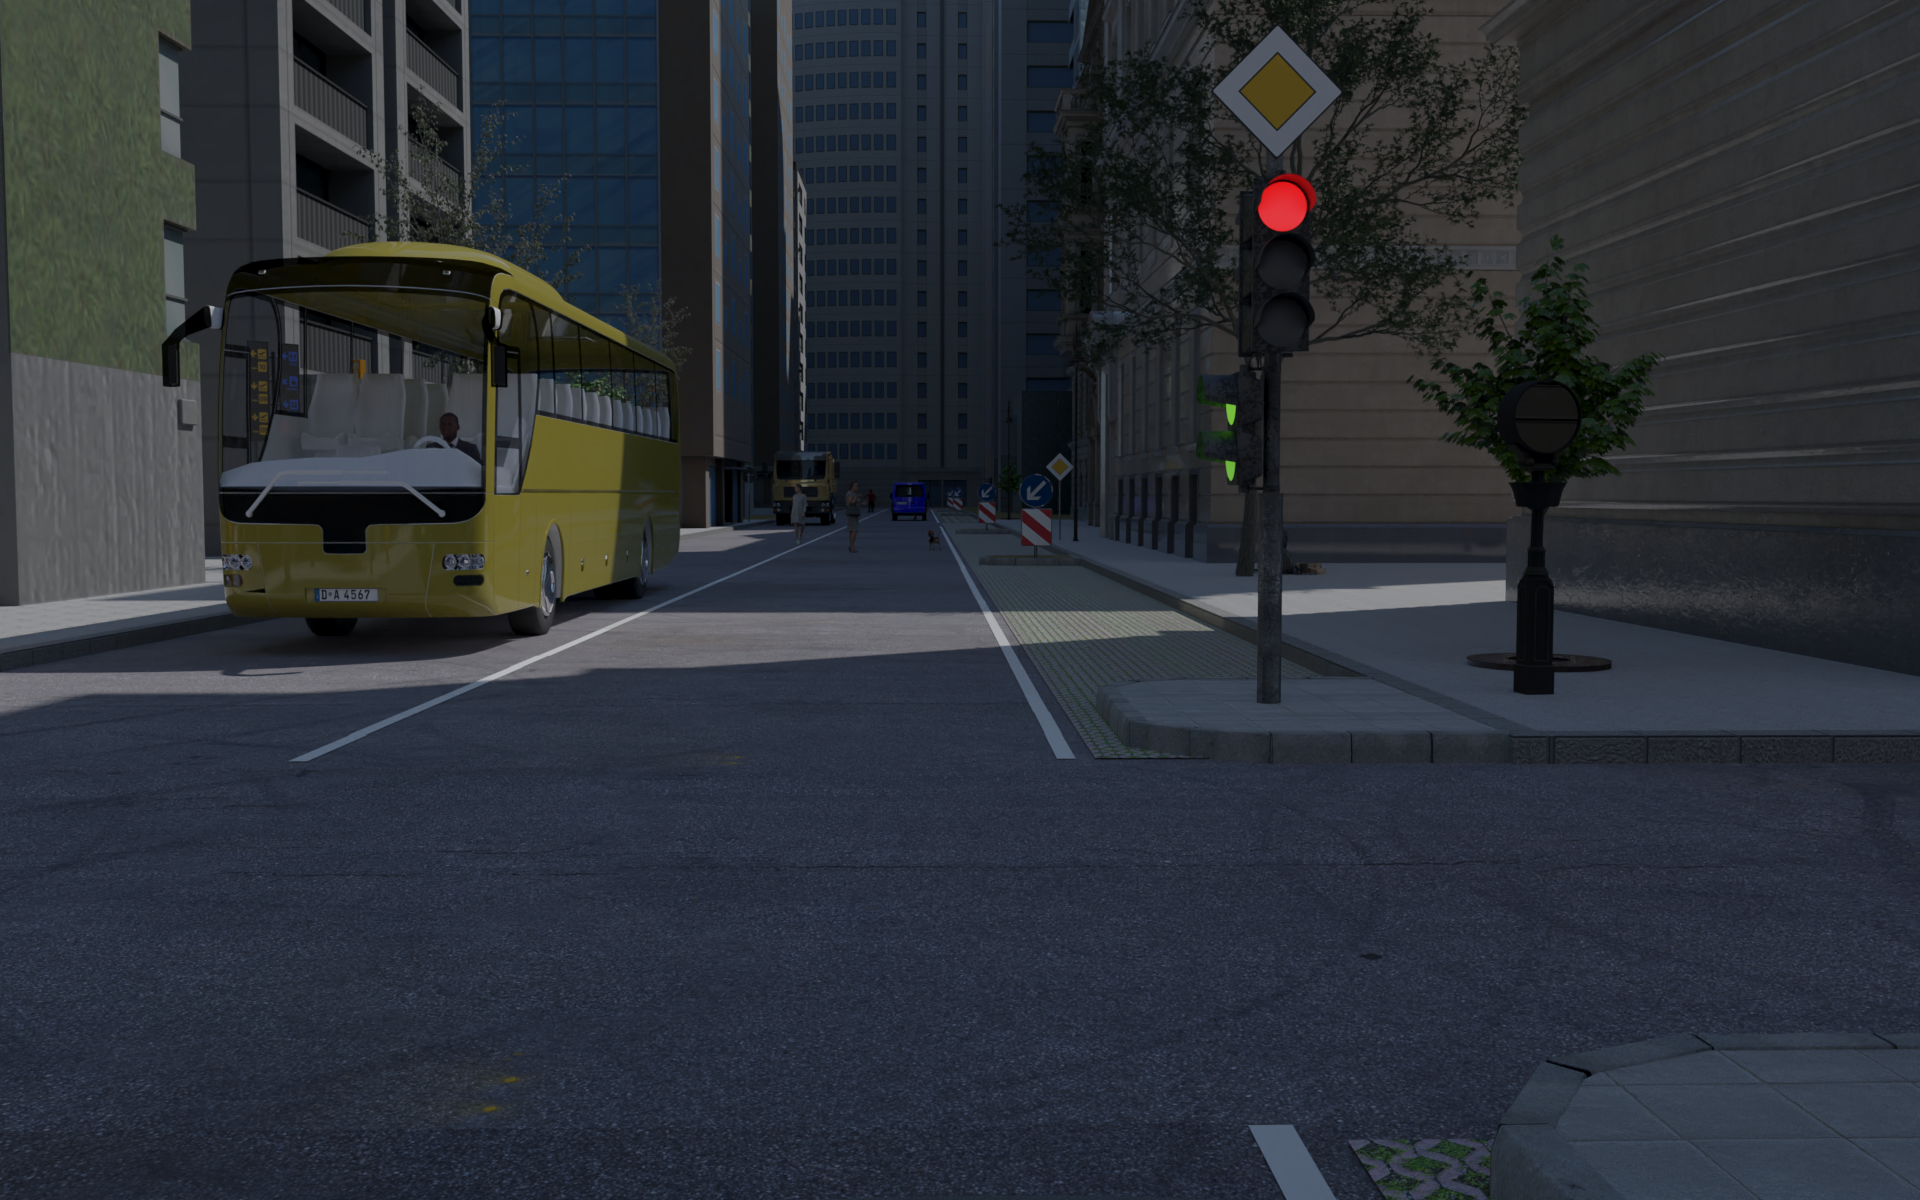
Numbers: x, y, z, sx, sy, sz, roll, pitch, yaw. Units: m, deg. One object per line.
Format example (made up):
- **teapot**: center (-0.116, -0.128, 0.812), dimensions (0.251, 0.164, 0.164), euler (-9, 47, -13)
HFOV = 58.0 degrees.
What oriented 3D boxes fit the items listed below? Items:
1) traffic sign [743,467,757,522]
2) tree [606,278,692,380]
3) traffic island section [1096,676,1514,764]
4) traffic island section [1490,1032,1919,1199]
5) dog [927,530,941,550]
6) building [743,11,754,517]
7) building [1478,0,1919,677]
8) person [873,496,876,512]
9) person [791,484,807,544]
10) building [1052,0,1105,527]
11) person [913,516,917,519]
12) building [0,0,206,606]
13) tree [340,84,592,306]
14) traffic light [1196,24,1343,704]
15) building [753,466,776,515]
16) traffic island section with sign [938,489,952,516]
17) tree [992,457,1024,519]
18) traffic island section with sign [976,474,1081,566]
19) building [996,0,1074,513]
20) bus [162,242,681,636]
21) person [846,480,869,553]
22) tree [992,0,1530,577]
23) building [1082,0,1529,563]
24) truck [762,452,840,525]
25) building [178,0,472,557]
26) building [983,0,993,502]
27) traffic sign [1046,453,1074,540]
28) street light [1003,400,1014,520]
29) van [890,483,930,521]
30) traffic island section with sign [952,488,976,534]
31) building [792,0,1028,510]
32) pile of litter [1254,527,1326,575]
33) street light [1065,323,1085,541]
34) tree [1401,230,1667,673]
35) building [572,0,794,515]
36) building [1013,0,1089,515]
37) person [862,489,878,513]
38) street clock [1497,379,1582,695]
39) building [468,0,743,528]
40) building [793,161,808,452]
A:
- **traffic sign**: center (-9.850, -4.939, 80.855), dimensions (0.768, 2.556, 0.104), euler (1, 4, 8)
- **tree**: center (-11.084, -6.628, 58.733), dimensions (4.360, 8.622, 3.978), euler (0, 3, 0)
- **traffic island section**: center (1.922, 0.711, 10.658), dimensions (2.009, 0.180, 2.903), euler (0, 4, -1)
- **traffic island section**: center (2.093, 1.199, 2.675), dimensions (2.009, 0.180, 2.903), euler (0, 4, -1)
- **dog**: center (-0.669, -1.526, 44.242), dimensions (0.540, 0.507, 0.406), euler (2, 4, 26)
- **building**: center (-18.803, -19.602, 92.201), dimensions (14.160, 30.474, 14.107), euler (0, 4, -1)
- **building**: center (15.890, -11.415, 15.521), dimensions (19.941, 23.489, 11.050), euler (0, 4, -1)
- **person**: center (-7.089, -7.905, 141.009), dimensions (0.557, 1.426, 1.065), euler (2, 4, 34)
- **person**: center (-4.674, -2.501, 50.134), dimensions (0.466, 1.731, 0.760), euler (-1, 4, -10)
- **building**: center (11.010, -15.260, 68.578), dimensions (14.460, 24.649, 34.723), euler (0, 4, -1)
- **person**: center (-2.632, -5.252, 97.608), dimensions (0.697, 1.427, 0.421), euler (1, 4, 20)
- **building**: center (-17.736, -20.374, 16.708), dimensions (14.154, 41.232, 14.086), euler (0, 4, -1)
- **tree**: center (-9.166, -5.005, 32.188), dimensions (4.360, 8.622, 3.978), euler (0, 3, 0)
- **traffic light**: center (1.882, -1.322, 10.543), dimensions (0.839, 4.253, 0.868), euler (0, 4, -1)
- **building**: center (-27.208, -25.618, 110.743), dimensions (32.217, 40.220, 23.993), euler (0, 4, -1)
- **traffic island section with sign**: center (-0.275, -6.391, 113.119), dimensions (1.989, 1.847, 2.006), euler (0, 4, -1)
- **tree**: center (2.445, -5.739, 88.431), dimensions (1.663, 3.219, 1.824), euler (0, 3, 0)
- **traffic island section with sign**: center (1.393, -1.628, 35.251), dimensions (1.989, 1.847, 2.006), euler (0, 4, -1)
- **building**: center (12.974, -36.050, 131.412), dimensions (21.231, 58.520, 28.212), euler (0, 4, -1)
- **bus**: center (-5.451, -1.788, 20.779), dimensions (2.896, 3.916, 12.252), euler (0, 4, -1)
- **person**: center (-2.563, -2.057, 42.495), dimensions (0.532, 1.782, 0.716), euler (1, 4, 16)
- **tree**: center (4.564, -5.626, 26.402), dimensions (8.767, 10.594, 7.601), euler (-2, 4, -23)
- **building**: center (10.579, -15.606, 41.070), dimensions (13.634, 28.700, 20.117), euler (0, 4, -1)
- **truck**: center (-7.232, -5.213, 81.162), dimensions (3.469, 3.379, 9.791), euler (0, 4, -2)
- **building**: center (-21.952, -37.018, 43.491), dimensions (20.563, 71.187, 20.611), euler (0, 4, -1)
- **building**: center (9.448, -30.782, 153.398), dimensions (14.600, 45.320, 14.200), euler (0, 4, -1)
- **traffic sign**: center (2.790, -2.888, 48.396), dimensions (0.795, 2.450, 0.064), euler (0, 4, 4)
- **street light**: center (2.395, -6.864, 85.018), dimensions (0.468, 5.910, 1.993), euler (0, 4, -1)
- **van**: center (-2.735, -5.481, 93.994), dimensions (2.240, 2.365, 5.245), euler (0, 4, -1)
- **traffic island section with sign**: center (0.830, -3.277, 62.200), dimensions (1.989, 1.847, 2.006), euler (0, 4, -1)
- **building**: center (-7.950, -38.991, 179.501), dimensions (28.212, 58.520, 21.231), euler (0, 4, -1)
- **pile of litter**: center (5.326, -0.871, 28.203), dimensions (1.176, 0.858, 1.719), euler (0, 4, -2)
- **street light**: center (3.144, -4.535, 46.930), dimensions (0.468, 5.910, 1.993), euler (0, 4, -1)
- **tree**: center (4.400, -1.109, 12.742), dimensions (1.663, 3.219, 1.824), euler (0, 3, 0)
- **building**: center (-19.953, -29.341, 129.835), dimensions (14.600, 45.320, 14.200), euler (0, 4, -1)
- **building**: center (15.107, -48.208, 100.865), dimensions (22.319, 86.520, 31.000), euler (0, 4, -1)
- **person**: center (-6.831, -7.554, 131.950), dimensions (1.348, 1.831, 0.705), euler (-2, 4, -28)
- **street clock**: center (3.695, -0.399, 11.096), dimensions (0.471, 2.002, 0.358), euler (-1, 4, -10)
- **building**: center (-16.160, -25.667, 69.768), dimensions (14.600, 45.320, 14.200), euler (0, 4, -1)
- **building**: center (-20.654, -23.316, 152.914), dimensions (14.107, 30.474, 14.160), euler (0, 4, -1)
